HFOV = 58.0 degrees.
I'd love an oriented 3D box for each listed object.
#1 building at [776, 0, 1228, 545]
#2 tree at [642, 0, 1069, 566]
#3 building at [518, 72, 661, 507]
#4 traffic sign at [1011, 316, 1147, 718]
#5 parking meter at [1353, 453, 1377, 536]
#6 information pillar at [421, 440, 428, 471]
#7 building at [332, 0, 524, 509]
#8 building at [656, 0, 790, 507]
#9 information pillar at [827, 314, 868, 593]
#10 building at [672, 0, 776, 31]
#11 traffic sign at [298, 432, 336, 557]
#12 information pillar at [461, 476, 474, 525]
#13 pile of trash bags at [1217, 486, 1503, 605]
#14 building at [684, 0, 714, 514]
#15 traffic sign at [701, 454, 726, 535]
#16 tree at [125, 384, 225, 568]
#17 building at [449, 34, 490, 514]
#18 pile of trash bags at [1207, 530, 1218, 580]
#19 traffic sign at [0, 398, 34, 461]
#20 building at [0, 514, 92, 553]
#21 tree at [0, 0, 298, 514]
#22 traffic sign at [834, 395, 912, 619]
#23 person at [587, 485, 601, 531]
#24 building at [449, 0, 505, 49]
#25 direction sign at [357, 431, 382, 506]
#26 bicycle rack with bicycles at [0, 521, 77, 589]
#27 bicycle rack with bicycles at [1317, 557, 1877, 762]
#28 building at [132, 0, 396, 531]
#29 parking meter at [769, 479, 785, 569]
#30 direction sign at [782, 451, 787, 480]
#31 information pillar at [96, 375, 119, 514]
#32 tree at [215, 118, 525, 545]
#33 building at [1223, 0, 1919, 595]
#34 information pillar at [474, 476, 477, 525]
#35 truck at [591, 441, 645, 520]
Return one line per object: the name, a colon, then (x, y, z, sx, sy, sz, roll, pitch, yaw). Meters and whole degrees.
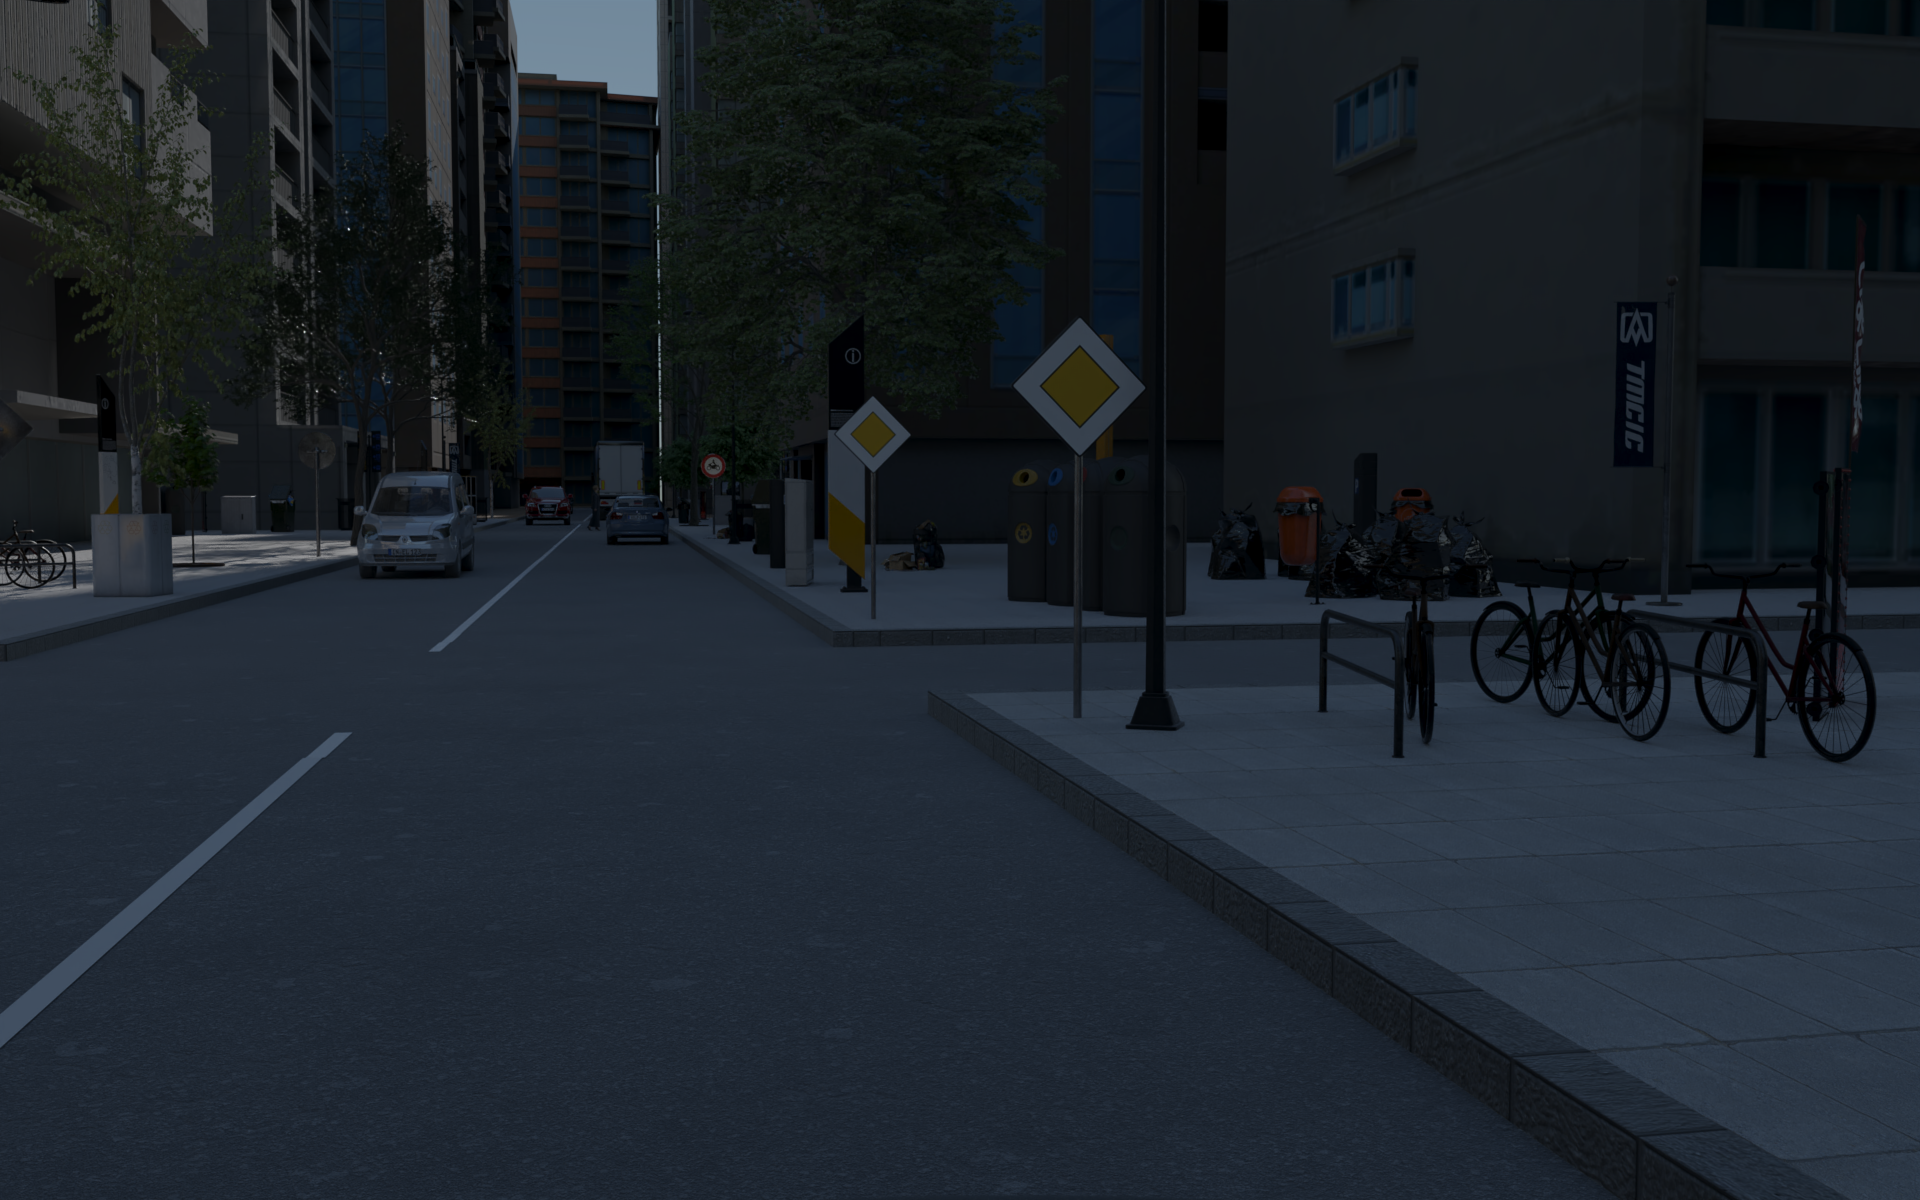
building: (2.171, -24.473, 50.237, 14.600, 45.320, 14.200, -1, 4, -11)
tree: (-1.551, -6.888, 30.754, 7.486, 12.596, 7.792, 0, 3, 0)
building: (-46.243, -32.310, 182.884, 28.867, 44.769, 22.147, -1, 4, -11)
traffic sign: (0.671, -0.381, 9.867, 0.795, 2.450, 0.064, -1, 4, -11)
parking meter: (5.800, -1.168, 24.814, 0.255, 1.863, 0.399, 0, 4, -1)
information pillar: (-23.313, -5.140, 75.397, 0.183, 3.616, 0.504, -3, 5, -42)
building: (-46.333, -30.719, 152.361, 14.200, 45.320, 14.600, -1, 4, -11)
building: (-21.976, -45.788, 186.878, 20.611, 71.187, 20.563, -1, 4, -11)
information pillar: (-1.464, -1.906, 22.520, 0.504, 3.616, 0.183, -1, 4, -12)
building: (-16.554, -28.111, 143.217, 14.154, 41.232, 14.086, -1, 4, -11)
traffic sign: (-13.131, -2.158, 35.389, 0.768, 2.556, 0.104, 0, 4, -4)
information pillar: (-20.136, -4.042, 70.572, 0.304, 2.012, 0.304, 1, 4, 18)
pile of trash bags: (5.049, -0.702, 21.228, 3.447, 1.369, 1.912, -3, 5, -42)
building: (-8.899, -35.516, 122.686, 21.231, 58.520, 28.212, -1, 4, -11)
traffic sign: (-7.800, -3.348, 54.846, 0.768, 2.556, 0.104, 0, 4, -5)
tree: (-13.605, -2.212, 30.770, 1.663, 3.219, 1.824, 0, 3, 0)
building: (-37.452, -20.603, 108.560, 14.160, 30.474, 14.107, -1, 4, -11)
pile of trash bags: (5.406, -1.011, 26.279, 3.447, 1.369, 1.912, 1, 4, 18)
traffic sign: (-9.028, -0.762, 16.104, 0.795, 2.450, 0.064, -1, 4, -11)
building: (-32.401, -27.283, 35.315, 28.713, 52.752, 27.495, -1, 4, -11)
tree: (-12.675, -4.689, 27.029, 4.737, 8.622, 4.395, 0, 3, 0)
traffic sign: (-0.890, -0.860, 17.698, 0.795, 2.450, 0.064, -1, 4, -11)
person: (-14.317, -3.607, 67.898, 0.576, 1.772, 0.534, 3, 5, 44)
building: (-45.563, -29.026, 129.205, 22.147, 44.769, 28.867, -1, 4, -11)
direction sign: (-21.160, -4.288, 62.109, 0.876, 3.537, 0.379, 0, 4, 7)
bicycle rack with bicycles: (-13.463, -0.621, 23.543, 2.925, 0.926, 2.852, -3, 5, -40)
bicycle rack with bicycles: (3.149, 0.241, 9.445, 2.852, 0.926, 2.925, 0, 4, 1)
building: (-33.962, -38.499, 67.714, 20.563, 71.187, 20.611, -1, 4, -11)
parking meter: (-3.103, -1.317, 29.939, 0.372, 1.533, 0.369, 0, 3, 0)
direction sign: (-6.436, -4.375, 63.521, 0.379, 3.537, 0.876, 0, 4, 3)
information pillar: (-16.851, -2.623, 34.241, 0.183, 3.616, 0.504, 0, 4, 8)
tree: (-14.704, -6.629, 42.795, 7.601, 10.594, 8.767, 0, 4, 5)
building: (16.707, -25.028, 32.916, 21.600, 48.544, 21.300, -1, 4, -11)
information pillar: (-20.121, -4.086, 71.300, 0.304, 2.012, 0.304, 2, 4, 30)
truck: (-19.224, -6.632, 97.342, 2.839, 4.237, 11.283, -1, 4, -13)
